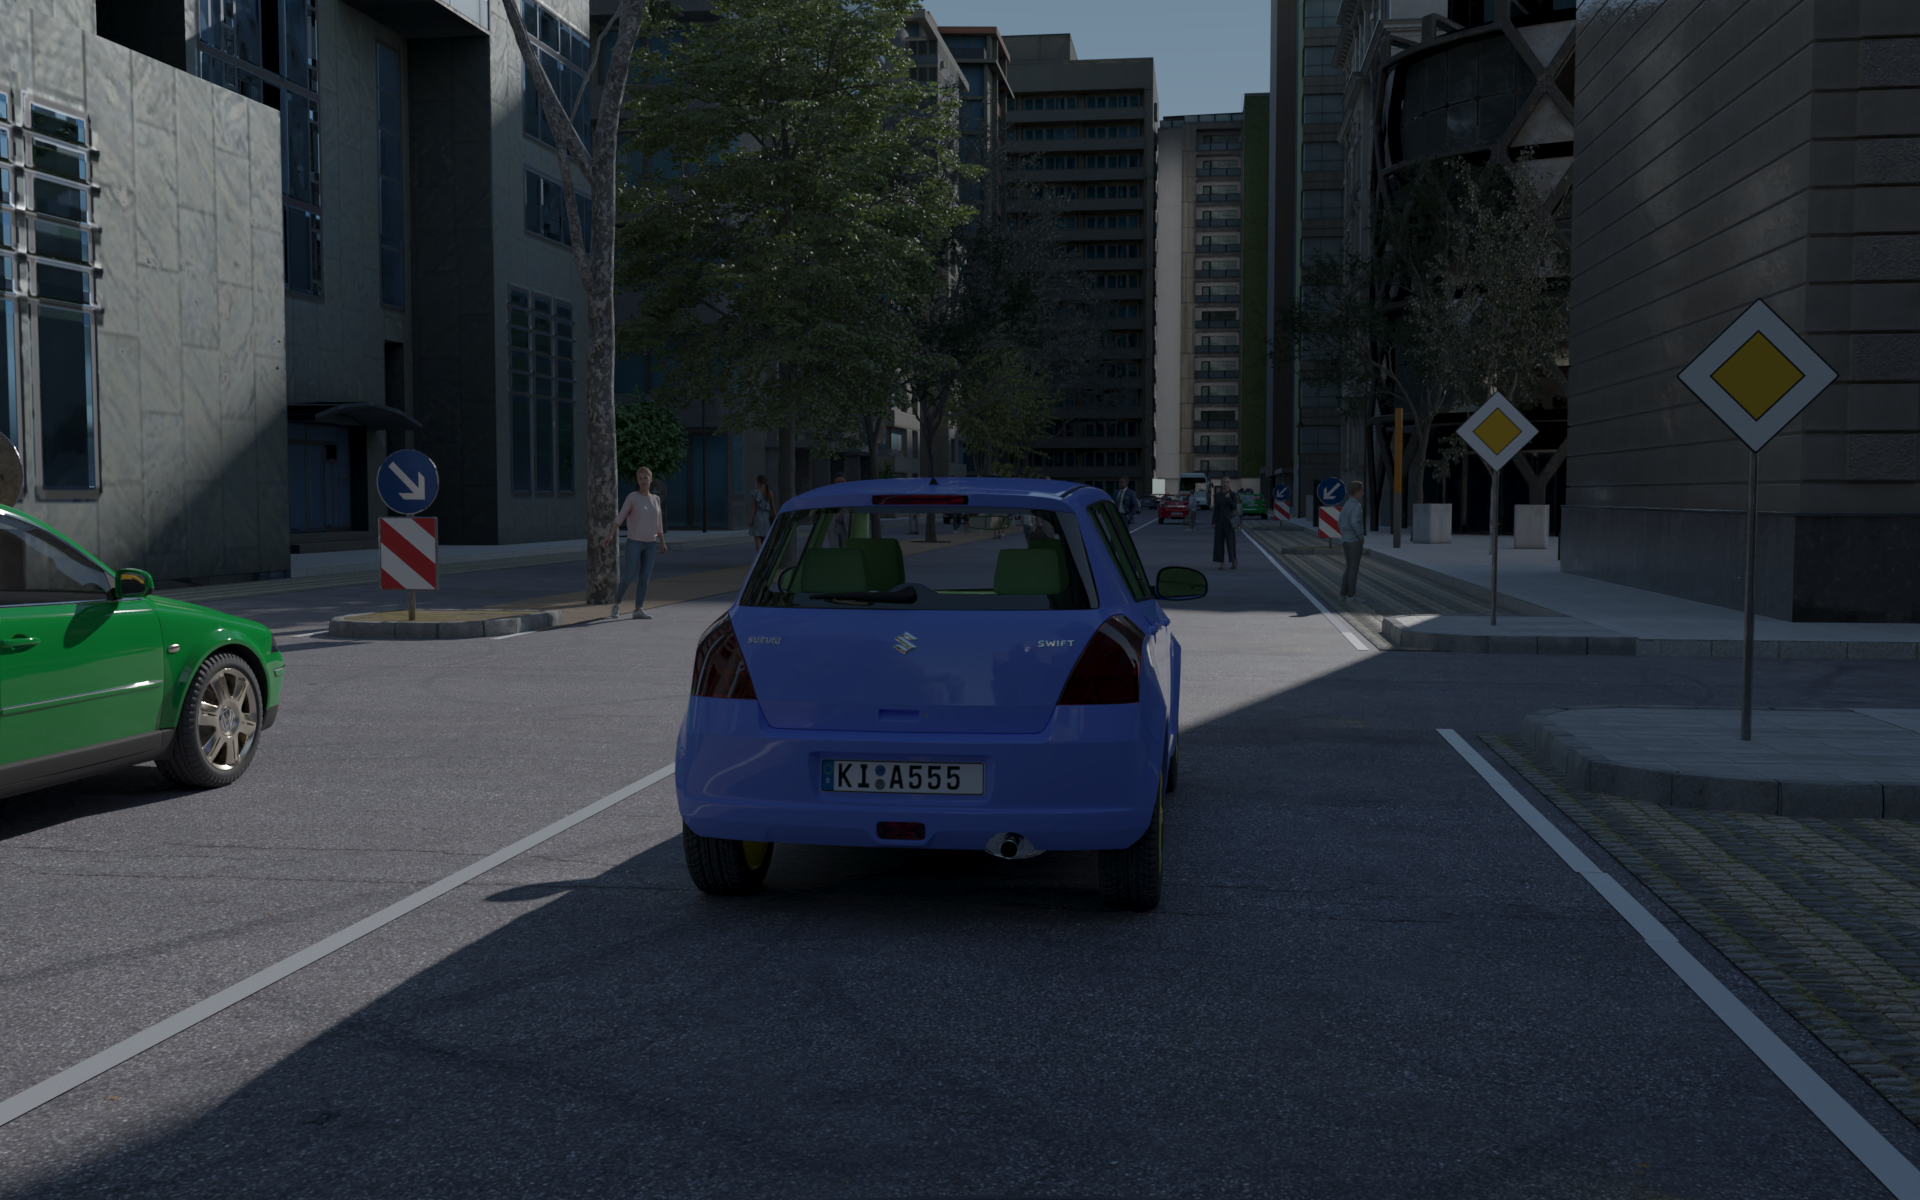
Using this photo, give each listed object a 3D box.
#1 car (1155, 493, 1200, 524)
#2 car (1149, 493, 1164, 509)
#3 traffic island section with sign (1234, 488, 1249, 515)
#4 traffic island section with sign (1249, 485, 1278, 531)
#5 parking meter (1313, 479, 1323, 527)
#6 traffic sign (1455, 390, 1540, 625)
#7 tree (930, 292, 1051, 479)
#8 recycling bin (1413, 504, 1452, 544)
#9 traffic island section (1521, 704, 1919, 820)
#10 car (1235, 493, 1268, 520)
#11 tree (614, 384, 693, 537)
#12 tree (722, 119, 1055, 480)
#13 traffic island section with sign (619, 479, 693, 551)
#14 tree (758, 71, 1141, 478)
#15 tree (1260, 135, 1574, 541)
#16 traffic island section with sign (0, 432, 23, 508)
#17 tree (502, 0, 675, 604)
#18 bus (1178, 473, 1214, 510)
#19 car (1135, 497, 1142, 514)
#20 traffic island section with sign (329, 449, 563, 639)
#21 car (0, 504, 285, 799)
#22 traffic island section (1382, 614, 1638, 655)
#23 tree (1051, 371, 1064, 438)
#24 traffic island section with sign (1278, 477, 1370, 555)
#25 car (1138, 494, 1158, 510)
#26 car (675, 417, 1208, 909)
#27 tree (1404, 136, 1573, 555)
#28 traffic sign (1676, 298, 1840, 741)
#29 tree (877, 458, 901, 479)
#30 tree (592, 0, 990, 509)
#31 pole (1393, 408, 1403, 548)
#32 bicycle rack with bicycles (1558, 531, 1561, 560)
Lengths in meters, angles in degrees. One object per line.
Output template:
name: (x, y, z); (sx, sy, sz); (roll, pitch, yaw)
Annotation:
car: (10.478, -4.556, 83.527); (2.155, 1.783, 4.494); (0, 4, 8)
car: (19.176, -9.627, 166.448); (2.155, 1.783, 4.494); (1, 4, 10)
traffic island section with sign: (19.562, -6.691, 118.029); (1.989, 1.847, 2.006); (0, 4, 8)
traffic island section with sign: (12.494, -3.635, 68.057); (1.989, 1.847, 2.006); (0, 4, 8)
parking meter: (13.996, -3.784, 67.577); (0.399, 1.863, 0.255); (0, 4, -2)
traffic sign: (5.212, -0.809, 16.869); (0.795, 2.450, 0.064); (0, 4, 8)
tree: (0.864, -6.832, 64.524); (4.737, 8.622, 4.395); (0, 3, 0)
recycling bin: (12.257, -1.983, 44.968); (0.722, 1.027, 0.722); (-2, 4, -25)
traffic island section: (4.117, 0.810, 9.036); (2.009, 0.180, 2.903); (0, 4, 8)
car: (16.645, -5.520, 99.043); (1.959, 1.807, 4.718); (0, 4, 8)
tree: (-9.634, -4.166, 51.834); (4.285, 4.588, 4.351); (0, 3, 0)
tree: (-1.877, -6.347, 40.635); (8.767, 10.594, 7.601); (0, 4, 8)
traffic island section with sign: (-7.981, -2.197, 44.552); (1.989, 1.847, 2.006); (0, 4, 8)
tree: (-0.847, -8.413, 50.385); (12.009, 13.543, 11.850); (0, 3, 0)
tree: (12.227, -6.829, 46.062); (8.767, 10.594, 7.601); (0, 4, 7)
traffic island section with sign: (-6.528, -0.162, 10.779); (2.006, 1.907, 1.989); (0, 4, 8)
tree: (-5.722, -10.066, 22.926); (12.611, 20.169, 13.585); (0, 3, 0)
bus: (21.604, -10.028, 158.810); (2.948, 3.499, 13.247); (1, 4, 10)
car: (12.191, -6.966, 126.249); (2.083, 1.381, 4.827); (1, 4, 9)
traffic island section with sign: (-5.480, -0.610, 18.112); (2.006, 1.907, 1.989); (0, 4, 8)
car: (-4.652, 0.097, 7.218); (1.959, 1.807, 4.718); (1, 4, 9)
traffic island section: (5.237, 0.326, 16.943); (2.009, 0.180, 2.903); (0, 4, 8)
tree: (2.152, -7.119, 69.218); (4.737, 8.622, 4.395); (0, 3, 0)
traffic island section with sign: (8.708, -2.002, 41.368); (1.989, 1.847, 2.006); (0, 4, 8)
car: (17.460, -9.116, 161.046); (2.014, 1.417, 4.499); (1, 4, 8)
car: (0.074, 0.135, 7.378); (1.945, 1.707, 3.694); (1, 4, 8)
tree: (11.322, -5.273, 36.570); (4.360, 8.622, 3.978); (0, 3, 0)
traffic sign: (4.093, -0.325, 8.962); (0.795, 2.450, 0.064); (0, 4, 8)
tree: (-3.856, -5.940, 91.726); (1.663, 3.219, 1.824); (0, 3, 0)
tree: (-3.343, -6.880, 33.076); (7.486, 12.596, 7.792); (0, 3, 0)
pole: (10.410, -2.895, 41.168); (0.158, 3.312, 0.155); (0, 3, 0)
bicycle rack with bicycles: (12.818, -1.226, 33.428); (2.852, 0.926, 2.925); (-2, 4, -34)
